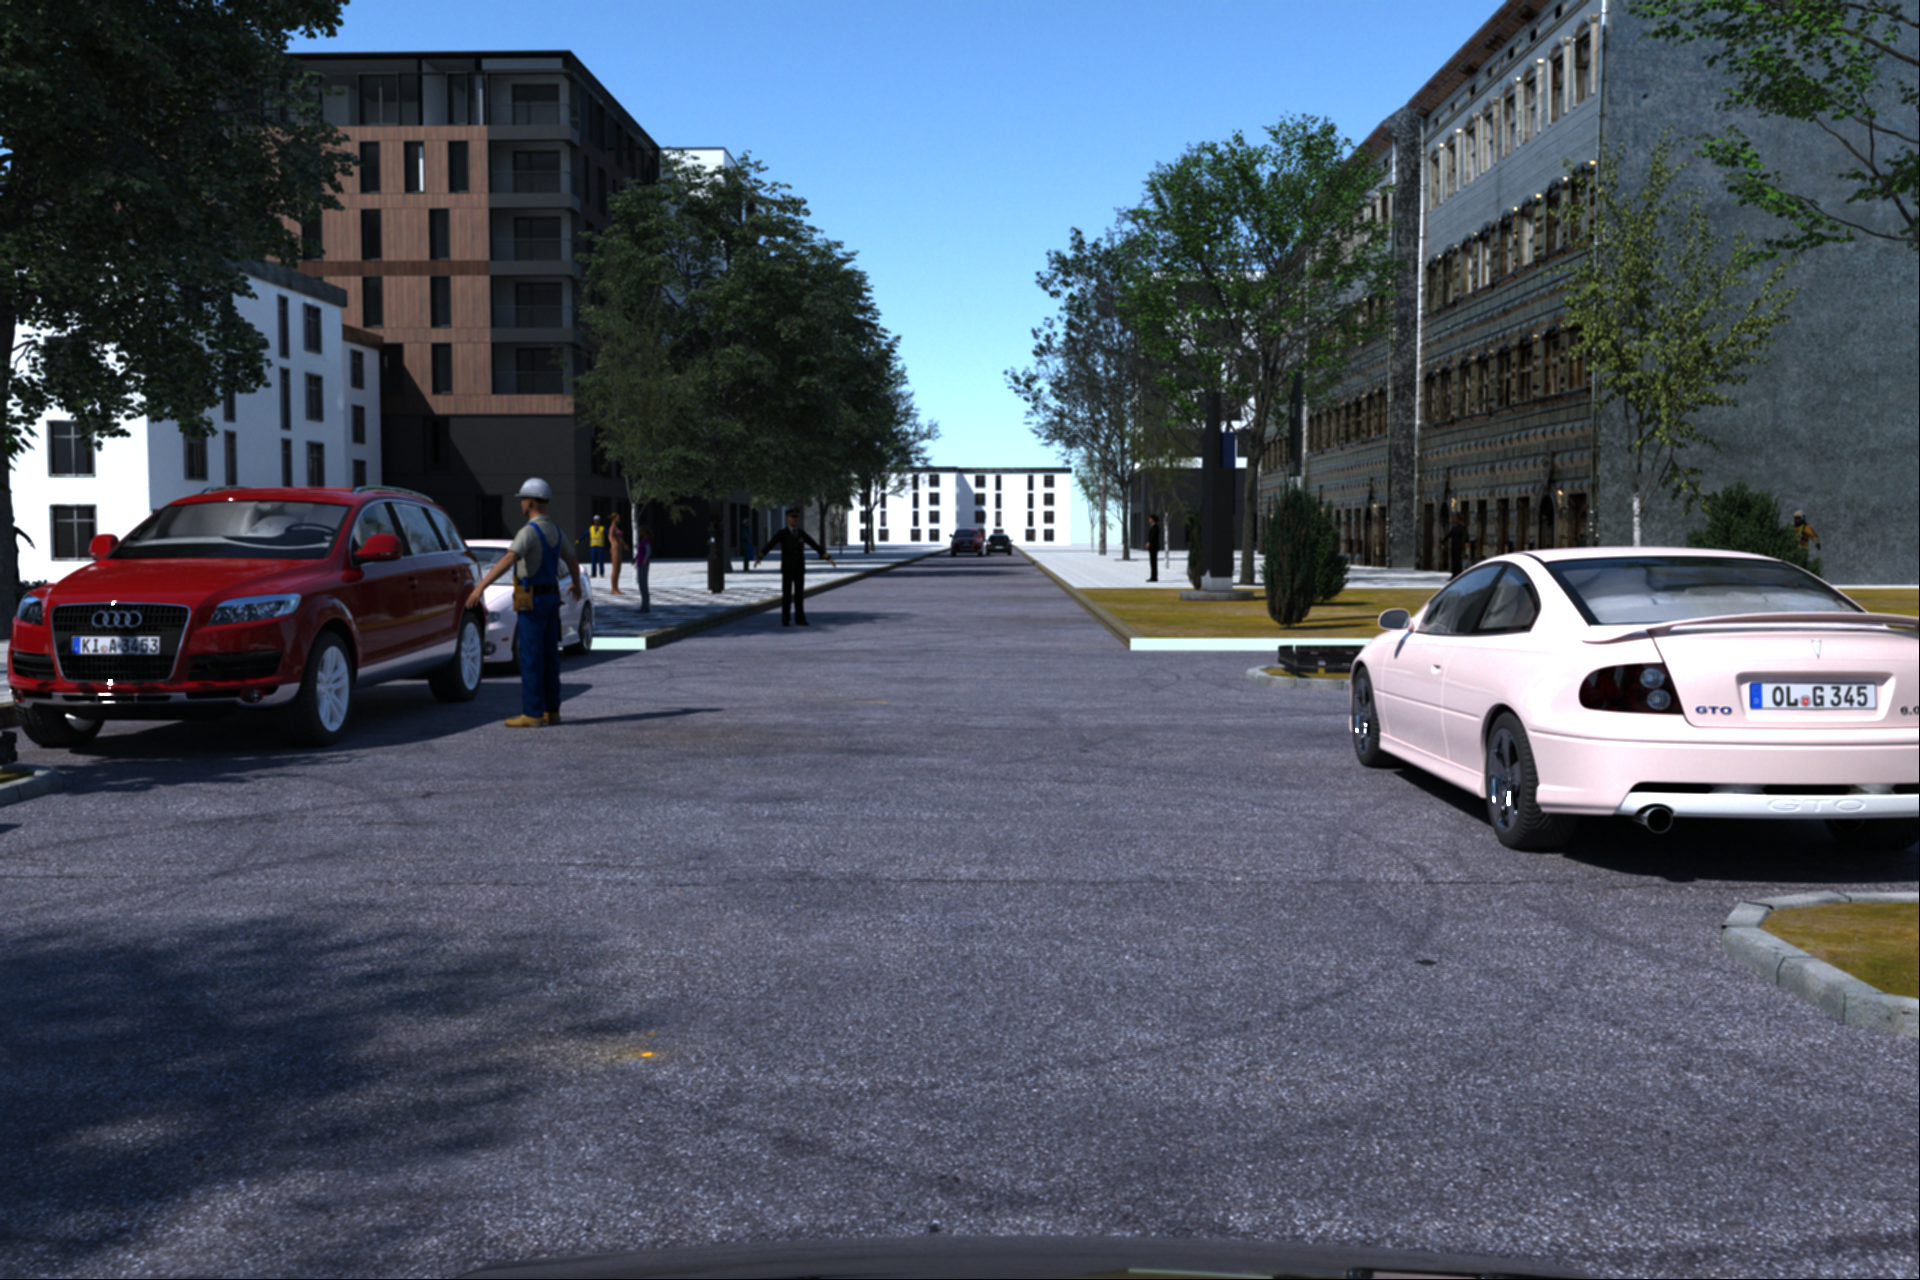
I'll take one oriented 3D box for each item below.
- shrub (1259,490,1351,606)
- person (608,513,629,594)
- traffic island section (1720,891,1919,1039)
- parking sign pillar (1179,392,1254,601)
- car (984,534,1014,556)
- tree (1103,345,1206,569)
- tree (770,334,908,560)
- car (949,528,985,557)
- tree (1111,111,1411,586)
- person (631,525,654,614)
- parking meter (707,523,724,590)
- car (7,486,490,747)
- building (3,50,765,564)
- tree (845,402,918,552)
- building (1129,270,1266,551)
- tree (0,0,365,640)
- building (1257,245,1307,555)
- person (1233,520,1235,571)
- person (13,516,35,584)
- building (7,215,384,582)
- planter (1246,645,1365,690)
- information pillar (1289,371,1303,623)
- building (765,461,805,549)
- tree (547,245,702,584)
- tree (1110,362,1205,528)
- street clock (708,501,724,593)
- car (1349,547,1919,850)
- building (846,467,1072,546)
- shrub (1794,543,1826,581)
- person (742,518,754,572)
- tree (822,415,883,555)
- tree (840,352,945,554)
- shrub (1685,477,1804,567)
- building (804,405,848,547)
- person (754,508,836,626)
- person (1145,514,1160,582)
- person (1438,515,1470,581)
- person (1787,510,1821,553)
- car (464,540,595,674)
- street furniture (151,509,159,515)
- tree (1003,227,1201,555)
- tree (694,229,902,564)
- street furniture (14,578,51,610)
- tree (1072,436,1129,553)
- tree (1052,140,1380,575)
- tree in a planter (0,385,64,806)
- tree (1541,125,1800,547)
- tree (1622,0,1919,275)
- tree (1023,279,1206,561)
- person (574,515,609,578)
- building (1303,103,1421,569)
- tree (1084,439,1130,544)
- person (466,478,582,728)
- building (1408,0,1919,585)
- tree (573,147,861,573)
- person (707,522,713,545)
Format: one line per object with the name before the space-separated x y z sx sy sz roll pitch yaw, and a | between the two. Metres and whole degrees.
shrub | 6.215 -1.660 31.178 1.661 2.075 1.752 0 3 0
person | -7.270 -1.847 37.003 0.721 1.733 1.217 0 4 3
traffic island section | 3.595 1.060 5.538 1.991 0.108 1.994 0 4 1
parking sign pillar | 4.986 -2.757 33.549 1.447 3.967 1.447 0 4 -1
car | 2.601 -6.512 116.259 2.009 1.686 4.222 0 4 1
tree | 7.840 -6.969 64.303 4.360 8.622 3.978 0 3 0
tree | -6.673 -9.779 85.637 9.928 11.665 9.643 0 3 0
car | 0.453 -6.262 111.052 2.281 1.827 5.304 0 4 1
tree | 7.358 -7.171 43.004 9.928 11.665 9.643 0 3 0
person | -5.167 -1.144 27.963 0.599 1.433 0.991 -1 4 -21
parking meter | -5.589 -1.910 39.645 0.372 1.533 0.369 0 3 0
car | -5.211 -0.287 13.360 2.281 1.827 5.304 0 4 1
building | -26.429 -15.057 90.164 27.936 21.610 32.646 0 4 2
tree | -6.548 -12.252 126.076 9.928 11.665 9.643 0 3 0
building | 28.520 -18.733 150.260 27.936 21.610 32.646 0 4 1
tree | -11.943 -6.977 20.725 9.857 13.997 8.962 0 3 0
building | 27.455 -16.274 97.000 19.493 23.208 18.063 0 4 1
person | 9.261 -3.261 59.445 0.705 1.813 1.348 1 4 13
person | -22.222 -2.063 40.453 1.216 1.740 0.721 0 4 -5
building | -25.593 -7.193 59.761 9.099 9.664 28.070 0 4 1
planter | 3.840 0.260 16.893 1.991 0.319 1.994 0 4 1
information pillar | 4.861 -2.068 25.174 0.183 3.616 0.504 0 4 0
building | -23.317 -17.077 145.665 16.747 18.905 31.486 0 4 2
tree | -8.327 -5.766 44.638 4.360 8.622 3.978 0 3 0
tree | 7.672 -7.335 70.295 4.360 8.622 3.978 0 3 0
street clock | -5.261 -2.009 37.411 0.358 2.002 0.471 0 4 2
car | 3.399 0.191 9.235 2.083 1.381 4.827 0 3 0
building | -0.147 -16.607 216.126 28.070 9.664 9.099 0 4 4
shrub | 12.550 -0.922 26.200 1.383 1.207 1.383 0 3 0
person | -7.124 -3.184 58.178 0.704 1.817 1.347 -1 4 -12
tree | -7.335 -9.381 103.742 4.360 8.622 3.978 0 3 0
tree | -6.035 -12.480 114.412 12.009 13.543 11.850 0 3 0
shrub | 10.856 -1.228 24.116 1.661 2.075 1.752 0 3 0
building | -22.119 -21.643 184.784 19.493 23.208 18.063 0 4 2
person | -2.597 -1.141 27.049 1.347 1.837 0.705 -2 4 -25
person | 5.181 -2.470 46.579 0.705 1.806 1.347 1 4 13
person | 13.445 -2.492 46.974 0.704 1.802 1.346 -1 4 -19
person | 20.147 -2.193 41.621 0.705 1.858 1.354 -1 4 -23
car | -5.361 -0.421 19.239 2.083 1.381 4.827 0 4 1
street furniture | -14.989 -1.736 35.232 11.010 1.723 9.812 -2 4 -25
tree | 8.894 -15.282 105.742 12.611 20.169 13.585 0 3 0
tree | -6.945 -10.216 73.692 9.857 13.997 8.962 0 3 0
street furniture | -14.882 -0.973 22.761 11.010 1.723 9.812 -2 4 -29
tree | 9.091 -10.398 120.366 4.360 8.622 3.978 0 3 0
tree | 7.975 -8.785 53.998 12.009 13.543 11.850 0 3 0
tree in a planter | -6.037 -0.731 9.174 1.991 3.239 1.994 0 4 1
tree | 12.614 -4.968 31.594 4.737 8.622 4.395 0 3 0
tree | 9.920 -5.527 16.123 9.928 11.665 9.643 0 3 0
tree | 7.969 -10.593 83.564 12.009 13.543 11.850 0 3 0
person | -10.706 -2.760 51.094 1.349 1.833 0.705 0 4 6
building | 25.394 -14.779 72.571 19.493 23.208 18.063 0 4 1
tree | 20.539 -18.868 218.866 12.009 13.543 11.850 0 3 0
person | -3.183 -0.284 12.956 0.705 1.847 1.347 1 4 22
building | 25.272 -13.502 51.680 19.493 23.208 18.063 0 4 1
tree | -7.879 -9.156 56.358 9.857 13.997 8.962 0 3 0
person | -7.955 -3.070 56.652 0.721 1.772 1.216 1 4 18
